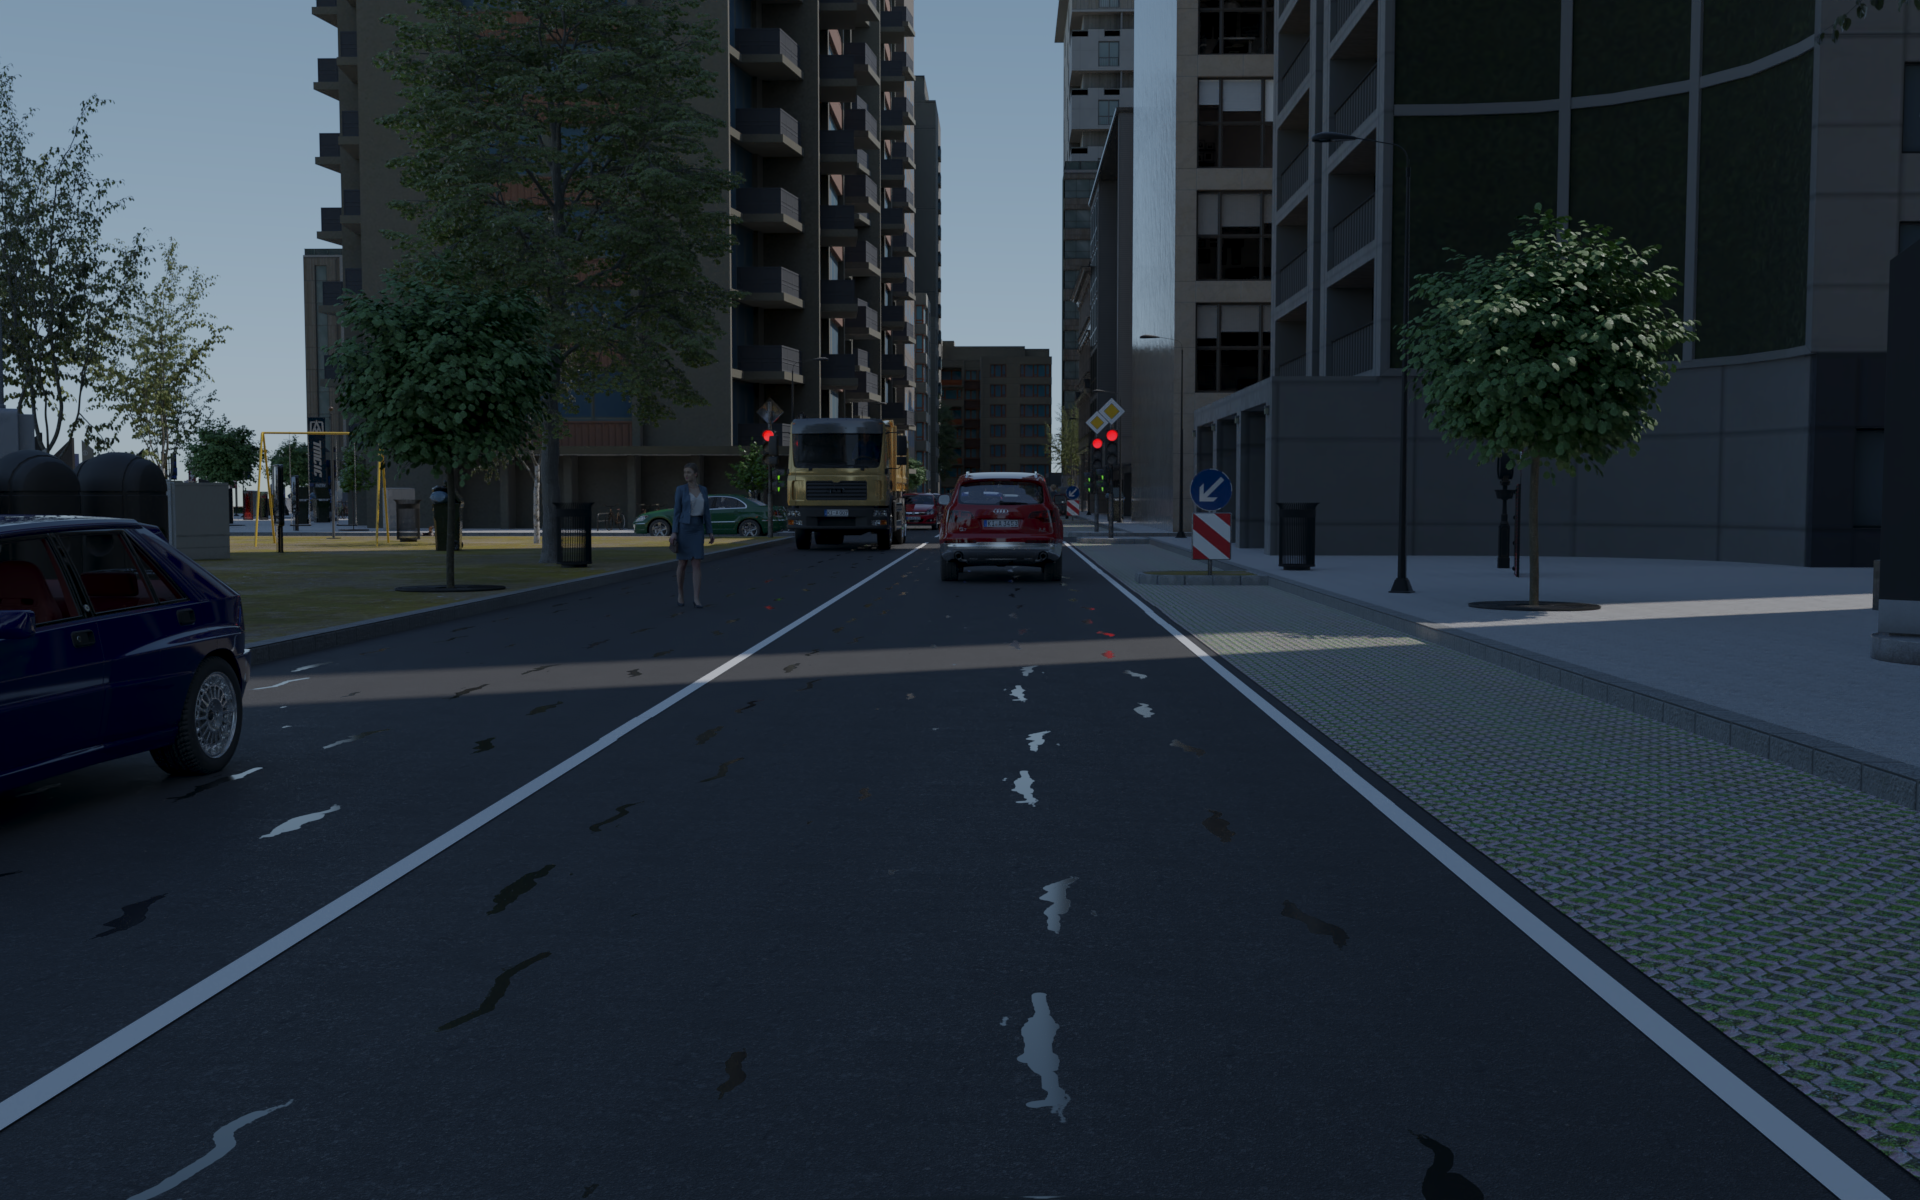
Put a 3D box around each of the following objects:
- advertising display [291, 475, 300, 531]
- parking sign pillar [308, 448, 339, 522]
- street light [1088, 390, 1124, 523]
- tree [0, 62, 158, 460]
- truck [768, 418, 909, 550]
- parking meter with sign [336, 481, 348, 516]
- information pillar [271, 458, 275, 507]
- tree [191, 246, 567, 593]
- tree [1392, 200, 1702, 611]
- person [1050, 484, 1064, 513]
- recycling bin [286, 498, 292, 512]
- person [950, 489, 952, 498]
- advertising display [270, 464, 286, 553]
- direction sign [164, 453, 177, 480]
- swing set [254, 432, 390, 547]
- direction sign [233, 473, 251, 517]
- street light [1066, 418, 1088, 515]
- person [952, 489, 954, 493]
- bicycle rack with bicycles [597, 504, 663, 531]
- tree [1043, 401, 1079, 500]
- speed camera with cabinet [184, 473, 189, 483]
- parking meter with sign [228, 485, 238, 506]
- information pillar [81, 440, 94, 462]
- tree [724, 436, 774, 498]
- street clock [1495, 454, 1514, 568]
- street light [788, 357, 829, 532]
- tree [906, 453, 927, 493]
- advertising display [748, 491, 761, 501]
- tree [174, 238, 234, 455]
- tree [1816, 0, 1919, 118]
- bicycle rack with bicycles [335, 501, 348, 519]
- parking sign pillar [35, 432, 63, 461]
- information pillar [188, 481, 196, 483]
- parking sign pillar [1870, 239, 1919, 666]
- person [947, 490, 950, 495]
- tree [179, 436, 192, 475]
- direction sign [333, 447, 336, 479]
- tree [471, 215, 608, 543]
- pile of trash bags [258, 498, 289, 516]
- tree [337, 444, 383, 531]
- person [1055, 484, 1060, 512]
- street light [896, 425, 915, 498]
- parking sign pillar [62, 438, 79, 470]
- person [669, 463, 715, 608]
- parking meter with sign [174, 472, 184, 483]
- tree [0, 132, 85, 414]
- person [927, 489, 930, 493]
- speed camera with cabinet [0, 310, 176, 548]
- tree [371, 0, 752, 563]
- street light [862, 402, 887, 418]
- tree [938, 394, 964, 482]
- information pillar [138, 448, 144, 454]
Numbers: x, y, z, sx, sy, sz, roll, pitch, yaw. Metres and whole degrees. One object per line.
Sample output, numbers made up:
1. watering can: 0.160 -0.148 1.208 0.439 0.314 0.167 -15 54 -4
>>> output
1. advertising display: -23.218 -3.382 60.503 0.123 1.923 0.974 -2 4 -30
2. parking sign pillar: -30.028 -5.688 81.467 1.447 3.967 1.447 2 4 30
3. street light: 6.610 -6.404 77.241 1.470 5.913 1.316 0 4 1
4. tree: -15.599 -4.836 29.431 4.360 8.622 3.978 0 3 0
5. truck: -2.943 -3.119 46.913 3.469 3.379 9.791 0 4 2
6. parking meter with sign: -36.039 -6.424 101.286 0.543 3.016 1.738 -3 5 -42
7. information pillar: -38.019 -6.416 96.261 0.504 3.616 0.183 1 4 12
8. tree: -6.868 -2.406 23.050 4.285 4.588 4.351 0 3 0
9. tree: 6.587 -2.189 19.509 4.285 4.588 4.351 0 3 0
10. person: 3.288 -3.134 60.156 0.576 1.772 0.534 -2 4 -31
11. recycling bin: -46.815 -6.629 120.943 0.722 1.027 0.722 -3 5 -41
12. person: -0.566 -7.307 128.305 0.444 1.785 0.601 -3 5 -43
13. advertising display: -14.968 -2.009 38.057 0.123 1.923 0.974 -2 4 -28
14. direction sign: -43.518 -6.321 95.352 0.379 3.537 0.876 3 4 36
15. swing set: -15.981 -2.825 43.809 3.119 2.851 2.862 -1 4 -12
16. direction sign: -39.365 -6.306 95.102 0.876 3.537 0.379 -3 5 -42
17. street light: 7.312 -8.127 105.409 1.470 5.913 1.316 0 4 1
18. person: -0.242 -5.866 105.086 0.598 1.740 0.731 0 4 -1
19. bicycle rack with bicycles: -11.427 -2.899 60.776 2.852 0.926 2.925 0 4 5
20. tree: 9.811 -11.710 141.823 4.737 8.622 4.395 0 3 0
21. speed camera with cabinet: -50.264 -7.154 111.308 2.038 3.252 0.660 -2 4 -26
22. parking meter with sign: -50.239 -7.456 118.170 1.738 3.016 0.543 -1 4 -18
23. information pillar: -37.780 -5.120 75.066 0.504 3.616 0.183 0 4 -6
24. tree: -6.887 -3.865 57.802 1.663 3.219 1.824 0 3 0
25. street clock: 9.400 -1.549 29.896 0.358 2.002 0.471 1 4 10
26. street light: -5.155 -5.290 59.040 1.470 5.913 1.316 0 4 1
27. tree: -4.182 -9.115 132.742 4.285 4.588 4.351 0 3 0
28. advertising display: -7.279 -3.430 61.286 0.123 1.923 0.974 -2 4 -27
29. tree: -22.786 -6.017 48.746 4.737 8.622 4.395 0 3 0
30. tree: 6.130 -3.533 8.133 4.360 8.622 3.978 0 3 0
31. bicycle rack with bicycles: -31.009 -4.609 88.734 2.852 0.926 2.925 1 4 16
32. parking sign pillar: -40.695 -5.356 76.040 1.447 3.967 1.447 1 4 16
33. information pillar: -44.568 -5.878 100.594 0.304 2.012 0.304 1 4 20
34. parking sign pillar: 7.800 -1.511 13.171 1.447 3.967 1.447 -3 5 -42
35. person: -1.124 -9.230 159.414 0.705 1.824 1.348 1 4 14
36. tree: -29.638 -5.271 69.900 4.285 4.588 4.351 0 3 0
37. direction sign: -29.994 -5.565 82.980 0.379 3.537 0.876 0 4 -7
38. tree: -11.100 -5.790 45.029 4.360 8.622 3.978 0 3 0
39. pile of trash bags: -40.808 -5.754 103.829 3.447 1.369 1.912 -3 4 -39
40. tree: -21.172 -4.015 60.239 1.663 3.219 1.824 0 3 0
41. person: 3.985 -3.976 73.371 0.748 1.841 0.638 1 4 11
42. street light: -3.702 -8.799 116.407 1.470 5.913 1.316 0 4 1
43. parking sign pillar: -42.843 -5.785 83.053 1.447 3.967 1.447 1 4 22
44. person: -3.403 -0.820 21.928 0.581 1.822 0.654 -1 4 -17
45. parking meter with sign: -50.500 -7.140 112.998 1.738 3.016 0.543 1 4 12
46. tree: -19.691 -5.235 35.957 4.737 8.622 4.395 0 3 0
47. person: -2.248 -6.976 122.746 0.721 1.800 0.419 -1 4 -13
48. speed camera with cabinet: -9.849 -1.520 19.193 2.038 3.252 0.660 -2 4 -30
49. tree: -7.391 -6.986 32.353 7.486 12.596 7.792 0 3 0
50. street light: -4.418 -7.057 87.923 1.470 5.913 1.316 0 4 1
51. tree: -3.273 -16.238 183.618 7.486 12.596 7.792 0 3 0
52. information pillar: -41.841 -5.938 88.448 0.183 3.616 0.504 2 4 32
